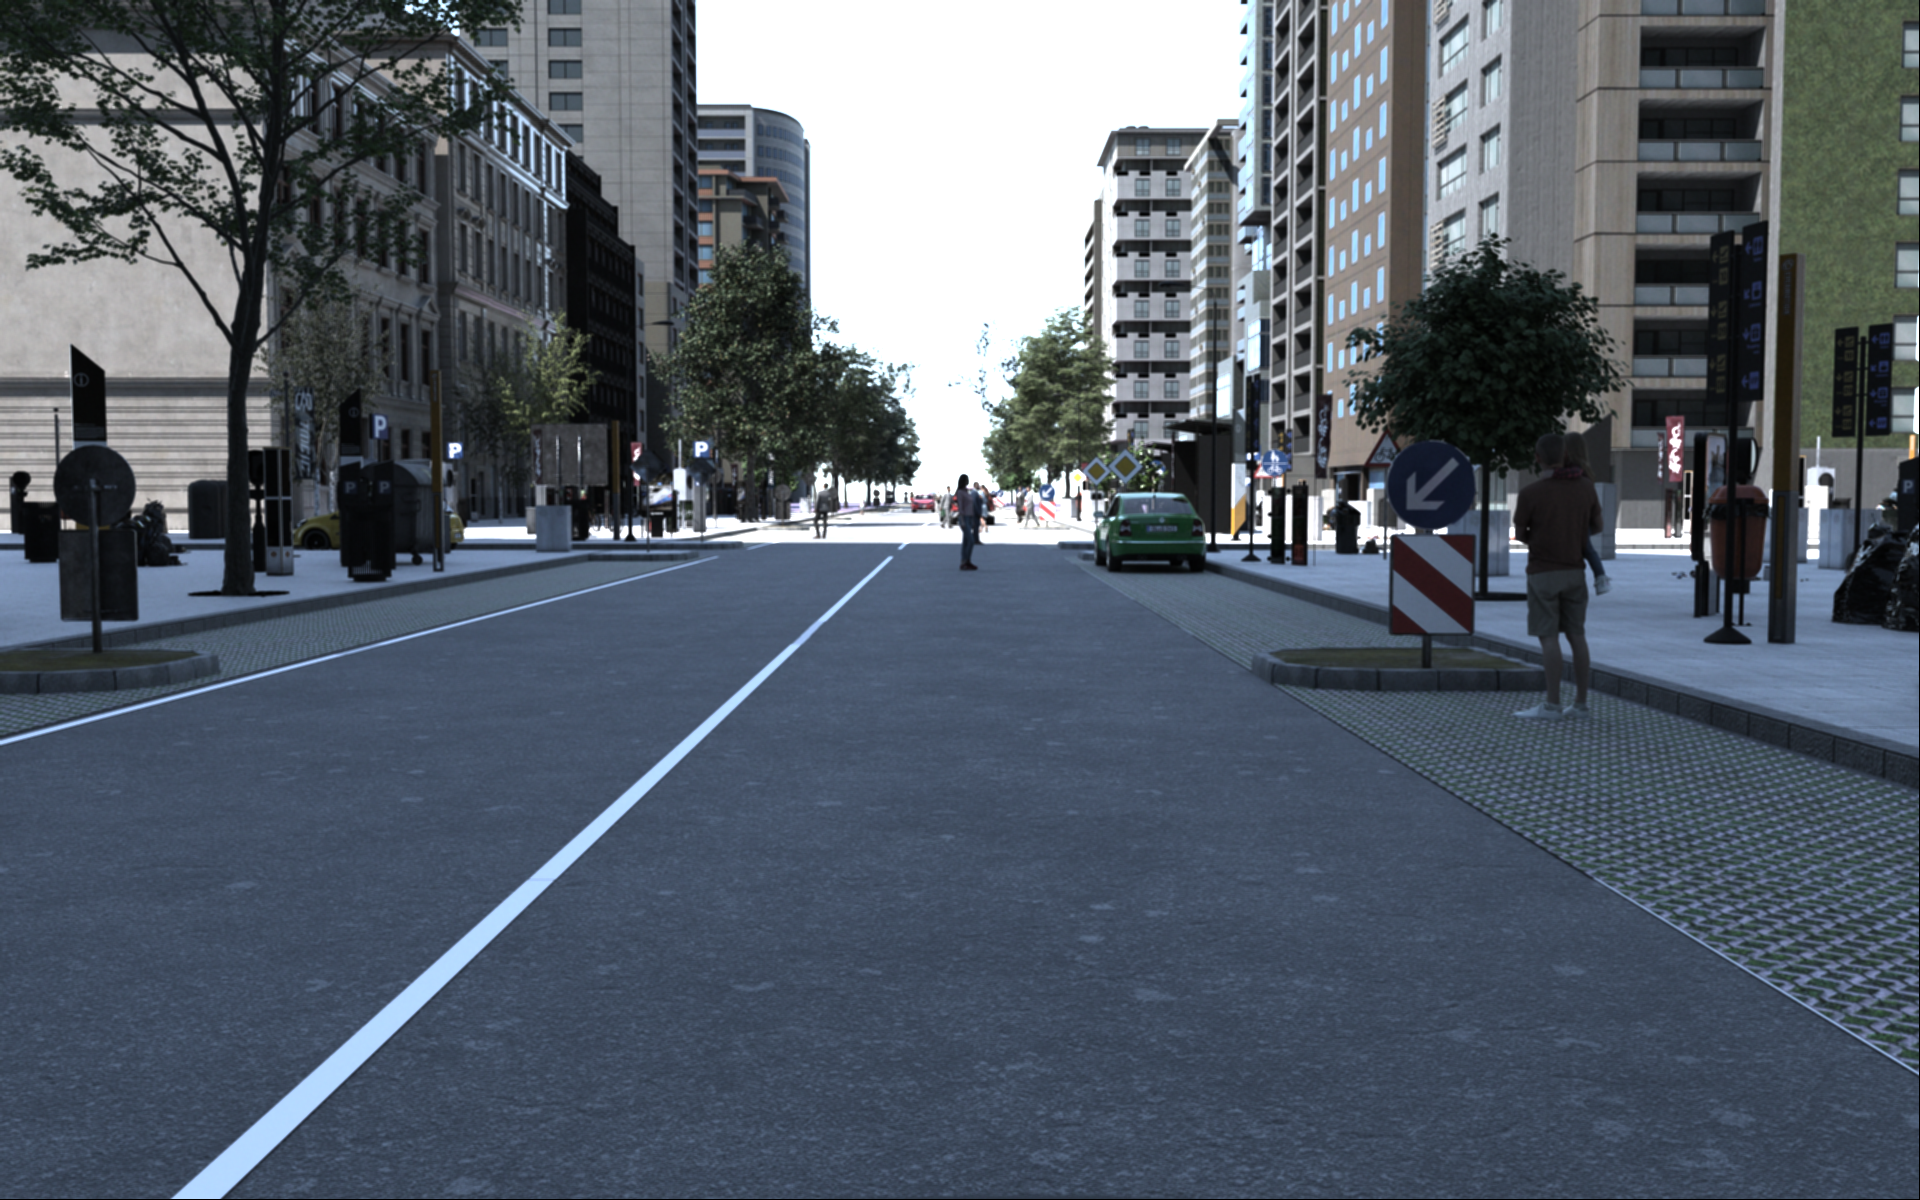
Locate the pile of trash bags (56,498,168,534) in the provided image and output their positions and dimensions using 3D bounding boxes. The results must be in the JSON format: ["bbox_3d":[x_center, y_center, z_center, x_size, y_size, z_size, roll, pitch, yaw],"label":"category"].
[{"bbox_3d":[-27.511,-2.847,56.299,3.447,1.369,1.912,-1,4,-12],"label":"pile of trash bags"}]

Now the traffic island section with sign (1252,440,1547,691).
[{"bbox_3d":[3.339,-0.295,13.444,1.989,1.847,2.006,0,3,0],"label":"traffic island section with sign"}]

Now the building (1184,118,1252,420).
[{"bbox_3d":[35.850,-29.304,170.996,32.217,40.220,23.993,0,3,0],"label":"building"}]

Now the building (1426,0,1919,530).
[{"bbox_3d":[26.856,-23.435,66.760,14.086,41.232,14.154,0,3,0],"label":"building"}]

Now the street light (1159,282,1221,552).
[{"bbox_3d":[5.041,-4.005,38.023,1.470,5.913,1.316,0,3,0],"label":"street light"}]

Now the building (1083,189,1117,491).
[{"bbox_3d":[30.588,-39.479,269.181,21.300,48.544,21.600,0,3,0],"label":"building"}]

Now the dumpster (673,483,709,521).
[{"bbox_3d":[-10.204,-3.785,64.378,1.502,2.255,1.985,0,3,0],"label":"dumpster"}]

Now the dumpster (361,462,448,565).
[{"bbox_3d":[-10.274,-1.592,31.788,1.264,1.857,1.865,0,3,0],"label":"dumpster"}]

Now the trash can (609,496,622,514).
[{"bbox_3d":[-20.568,-5.615,103.460,0.748,1.137,0.748,0,3,0],"label":"trash can"}]

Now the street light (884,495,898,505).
[{"bbox_3d":[-8.370,-14.263,205.747,1.470,5.913,1.316,0,3,0],"label":"street light"}]

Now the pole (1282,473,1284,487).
[{"bbox_3d":[19.242,-6.699,103.378,0.158,3.312,0.155,0,3,0],"label":"pole"}]

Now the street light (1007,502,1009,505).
[{"bbox_3d":[5.050,-11.306,157.391,1.470,5.913,1.316,0,3,0],"label":"street light"}]

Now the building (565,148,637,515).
[{"bbox_3d":[-28.786,-17.340,113.191,12.332,23.373,15.834,0,3,0],"label":"building"}]

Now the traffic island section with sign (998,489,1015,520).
[{"bbox_3d":[3.283,-5.343,95.990,1.989,1.847,2.006,0,3,0],"label":"traffic island section with sign"}]

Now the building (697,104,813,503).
[{"bbox_3d":[-34.054,-44.020,261.724,21.231,58.520,28.212,0,3,0],"label":"building"}]

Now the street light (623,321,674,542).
[{"bbox_3d":[-8.350,-4.526,46.534,1.470,5.913,1.316,0,3,0],"label":"street light"}]

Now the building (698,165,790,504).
[{"bbox_3d":[-34.635,-35.377,233.039,22.147,44.769,28.867,0,3,0],"label":"building"}]

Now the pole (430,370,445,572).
[{"bbox_3d":[-8.649,-2.129,28.649,0.158,3.312,0.155,0,3,0],"label":"pole"}]

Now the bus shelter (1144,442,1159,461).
[{"bbox_3d":[9.533,-5.495,81.132,1.731,3.624,6.357,0,3,0],"label":"bus shelter"}]

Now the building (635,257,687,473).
[{"bbox_3d":[-37.398,-17.779,135.729,27.650,21.520,28.899,0,3,0],"label":"building"}]

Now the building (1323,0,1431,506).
[{"bbox_3d":[26.394,-26.597,84.980,14.600,45.320,14.200,0,3,0],"label":"building"}]

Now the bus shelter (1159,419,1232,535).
[{"bbox_3d":[7.948,-4.057,57.616,1.731,3.624,6.357,0,3,0],"label":"bus shelter"}]

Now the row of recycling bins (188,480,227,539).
[{"bbox_3d":[-21.855,-2.679,50.917,1.069,1.692,3.534,-1,4,-11],"label":"row of recycling bins"}]

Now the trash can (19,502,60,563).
[{"bbox_3d":[-17.244,-1.278,32.541,0.748,1.137,0.748,0,3,0],"label":"trash can"}]

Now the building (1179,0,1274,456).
[{"bbox_3d":[31.210,-50.669,141.101,22.319,86.520,31.000,0,3,0],"label":"building"}]

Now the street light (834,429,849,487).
[{"bbox_3d":[-8.331,-9.168,122.445,1.470,5.913,1.316,0,3,0],"label":"street light"}]

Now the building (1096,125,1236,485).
[{"bbox_3d":[34.466,-40.070,244.390,28.713,52.752,27.495,0,3,0],"label":"building"}]

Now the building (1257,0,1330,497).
[{"bbox_3d":[29.704,-41.058,109.550,20.563,71.187,20.611,0,3,0],"label":"building"}]

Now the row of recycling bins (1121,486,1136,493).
[{"bbox_3d":[8.594,-5.139,91.132,1.069,1.692,3.534,1,4,20],"label":"row of recycling bins"}]

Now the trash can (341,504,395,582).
[{"bbox_3d":[-8.679,-0.843,25.438,0.748,1.137,0.748,0,3,0],"label":"trash can"}]

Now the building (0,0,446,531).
[{"bbox_3d":[-29.032,-14.281,69.652,11.583,22.565,21.152,0,3,0],"label":"building"}]

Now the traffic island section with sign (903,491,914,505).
[{"bbox_3d":[-7.021,-13.407,227.835,1.989,1.847,2.006,0,3,0],"label":"traffic island section with sign"}]

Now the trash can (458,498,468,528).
[{"bbox_3d":[-18.177,-3.125,62.748,0.748,1.137,0.748,0,3,0],"label":"trash can"}]

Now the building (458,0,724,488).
[{"bbox_3d":[-32.772,-44.078,158.925,20.563,71.187,20.611,0,3,0],"label":"building"}]

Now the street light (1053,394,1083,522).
[{"bbox_3d":[4.988,-6.588,80.253,1.470,5.913,1.316,0,3,0],"label":"street light"}]

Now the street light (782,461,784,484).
[{"bbox_3d":[-8.331,-6.991,86.840,1.470,5.913,1.316,0,3,0],"label":"street light"}]

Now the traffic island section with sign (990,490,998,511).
[{"bbox_3d":[3.268,-8.386,145.744,1.989,1.847,2.006,0,3,0],"label":"traffic island section with sign"}]

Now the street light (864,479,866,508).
[{"bbox_3d":[-8.381,-11.634,162.751,1.470,5.913,1.316,0,3,0],"label":"street light"}]

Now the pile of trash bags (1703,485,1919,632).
[{"bbox_3d":[9.047,-0.430,16.778,3.447,1.369,1.912,1,4,13],"label":"pile of trash bags"}]

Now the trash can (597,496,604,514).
[{"bbox_3d":[-21.854,-5.776,106.095,0.748,1.137,0.748,0,3,0],"label":"trash can"}]

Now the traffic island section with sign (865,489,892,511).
[{"bbox_3d":[-6.971,-8.414,146.193,1.989,1.847,2.006,0,3,0],"label":"traffic island section with sign"}]

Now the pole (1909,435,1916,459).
[{"bbox_3d":[32.878,-4.036,59.835,0.158,3.312,0.155,0,3,0],"label":"pole"}]

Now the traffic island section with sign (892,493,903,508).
[{"bbox_3d":[-6.996,-10.062,173.148,1.989,1.847,2.006,0,3,0],"label":"traffic island section with sign"}]

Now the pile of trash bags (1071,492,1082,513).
[{"bbox_3d":[8.111,-6.600,117.661,1.912,1.369,3.447,0,4,-6],"label":"pile of trash bags"}]

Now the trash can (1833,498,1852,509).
[{"bbox_3d":[30.231,-2.927,59.516,0.748,1.137,0.748,0,3,0],"label":"trash can"}]

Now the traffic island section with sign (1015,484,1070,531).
[{"bbox_3d":[3.303,-3.658,68.436,1.989,1.847,2.006,0,3,0],"label":"traffic island section with sign"}]

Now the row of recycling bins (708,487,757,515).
[{"bbox_3d":[-14.529,-6.367,111.217,3.534,1.692,1.069,-3,5,-39],"label":"row of recycling bins"}]

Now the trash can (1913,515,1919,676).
[{"bbox_3d":[6.709,0.012,11.450,0.748,1.137,0.748,0,3,0],"label":"trash can"}]

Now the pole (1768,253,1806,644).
[{"bbox_3d":[7.079,-1.283,14.828,0.158,3.312,0.155,0,3,0],"label":"pole"}]

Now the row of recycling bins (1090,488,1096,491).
[{"bbox_3d":[8.158,-5.804,102.013,1.069,1.692,3.534,0,4,-1],"label":"row of recycling bins"}]

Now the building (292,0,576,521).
[{"bbox_3d":[-29.348,-18.066,92.639,12.463,27.353,25.104,0,3,0],"label":"building"}]

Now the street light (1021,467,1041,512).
[{"bbox_3d":[5.042,-9.073,120.890,1.470,5.913,1.316,0,3,0],"label":"street light"}]

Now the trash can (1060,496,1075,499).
[{"bbox_3d":[6.891,-6.173,112.585,0.748,1.137,0.748,0,3,0],"label":"trash can"}]

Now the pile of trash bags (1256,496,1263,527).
[{"bbox_3d":[11.985,-3.602,68.643,3.447,1.369,1.912,1,4,22],"label":"pile of trash bags"}]

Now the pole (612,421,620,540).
[{"bbox_3d":[-9.548,-3.318,48.093,0.158,3.312,0.155,0,3,0],"label":"pole"}]

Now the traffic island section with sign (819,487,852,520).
[{"bbox_3d":[-6.932,-5.269,94.775,1.989,1.847,2.006,0,3,0],"label":"traffic island section with sign"}]

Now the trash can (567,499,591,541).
[{"bbox_3d":[-10.530,-2.199,47.611,0.748,1.137,0.748,0,3,0],"label":"trash can"}]
